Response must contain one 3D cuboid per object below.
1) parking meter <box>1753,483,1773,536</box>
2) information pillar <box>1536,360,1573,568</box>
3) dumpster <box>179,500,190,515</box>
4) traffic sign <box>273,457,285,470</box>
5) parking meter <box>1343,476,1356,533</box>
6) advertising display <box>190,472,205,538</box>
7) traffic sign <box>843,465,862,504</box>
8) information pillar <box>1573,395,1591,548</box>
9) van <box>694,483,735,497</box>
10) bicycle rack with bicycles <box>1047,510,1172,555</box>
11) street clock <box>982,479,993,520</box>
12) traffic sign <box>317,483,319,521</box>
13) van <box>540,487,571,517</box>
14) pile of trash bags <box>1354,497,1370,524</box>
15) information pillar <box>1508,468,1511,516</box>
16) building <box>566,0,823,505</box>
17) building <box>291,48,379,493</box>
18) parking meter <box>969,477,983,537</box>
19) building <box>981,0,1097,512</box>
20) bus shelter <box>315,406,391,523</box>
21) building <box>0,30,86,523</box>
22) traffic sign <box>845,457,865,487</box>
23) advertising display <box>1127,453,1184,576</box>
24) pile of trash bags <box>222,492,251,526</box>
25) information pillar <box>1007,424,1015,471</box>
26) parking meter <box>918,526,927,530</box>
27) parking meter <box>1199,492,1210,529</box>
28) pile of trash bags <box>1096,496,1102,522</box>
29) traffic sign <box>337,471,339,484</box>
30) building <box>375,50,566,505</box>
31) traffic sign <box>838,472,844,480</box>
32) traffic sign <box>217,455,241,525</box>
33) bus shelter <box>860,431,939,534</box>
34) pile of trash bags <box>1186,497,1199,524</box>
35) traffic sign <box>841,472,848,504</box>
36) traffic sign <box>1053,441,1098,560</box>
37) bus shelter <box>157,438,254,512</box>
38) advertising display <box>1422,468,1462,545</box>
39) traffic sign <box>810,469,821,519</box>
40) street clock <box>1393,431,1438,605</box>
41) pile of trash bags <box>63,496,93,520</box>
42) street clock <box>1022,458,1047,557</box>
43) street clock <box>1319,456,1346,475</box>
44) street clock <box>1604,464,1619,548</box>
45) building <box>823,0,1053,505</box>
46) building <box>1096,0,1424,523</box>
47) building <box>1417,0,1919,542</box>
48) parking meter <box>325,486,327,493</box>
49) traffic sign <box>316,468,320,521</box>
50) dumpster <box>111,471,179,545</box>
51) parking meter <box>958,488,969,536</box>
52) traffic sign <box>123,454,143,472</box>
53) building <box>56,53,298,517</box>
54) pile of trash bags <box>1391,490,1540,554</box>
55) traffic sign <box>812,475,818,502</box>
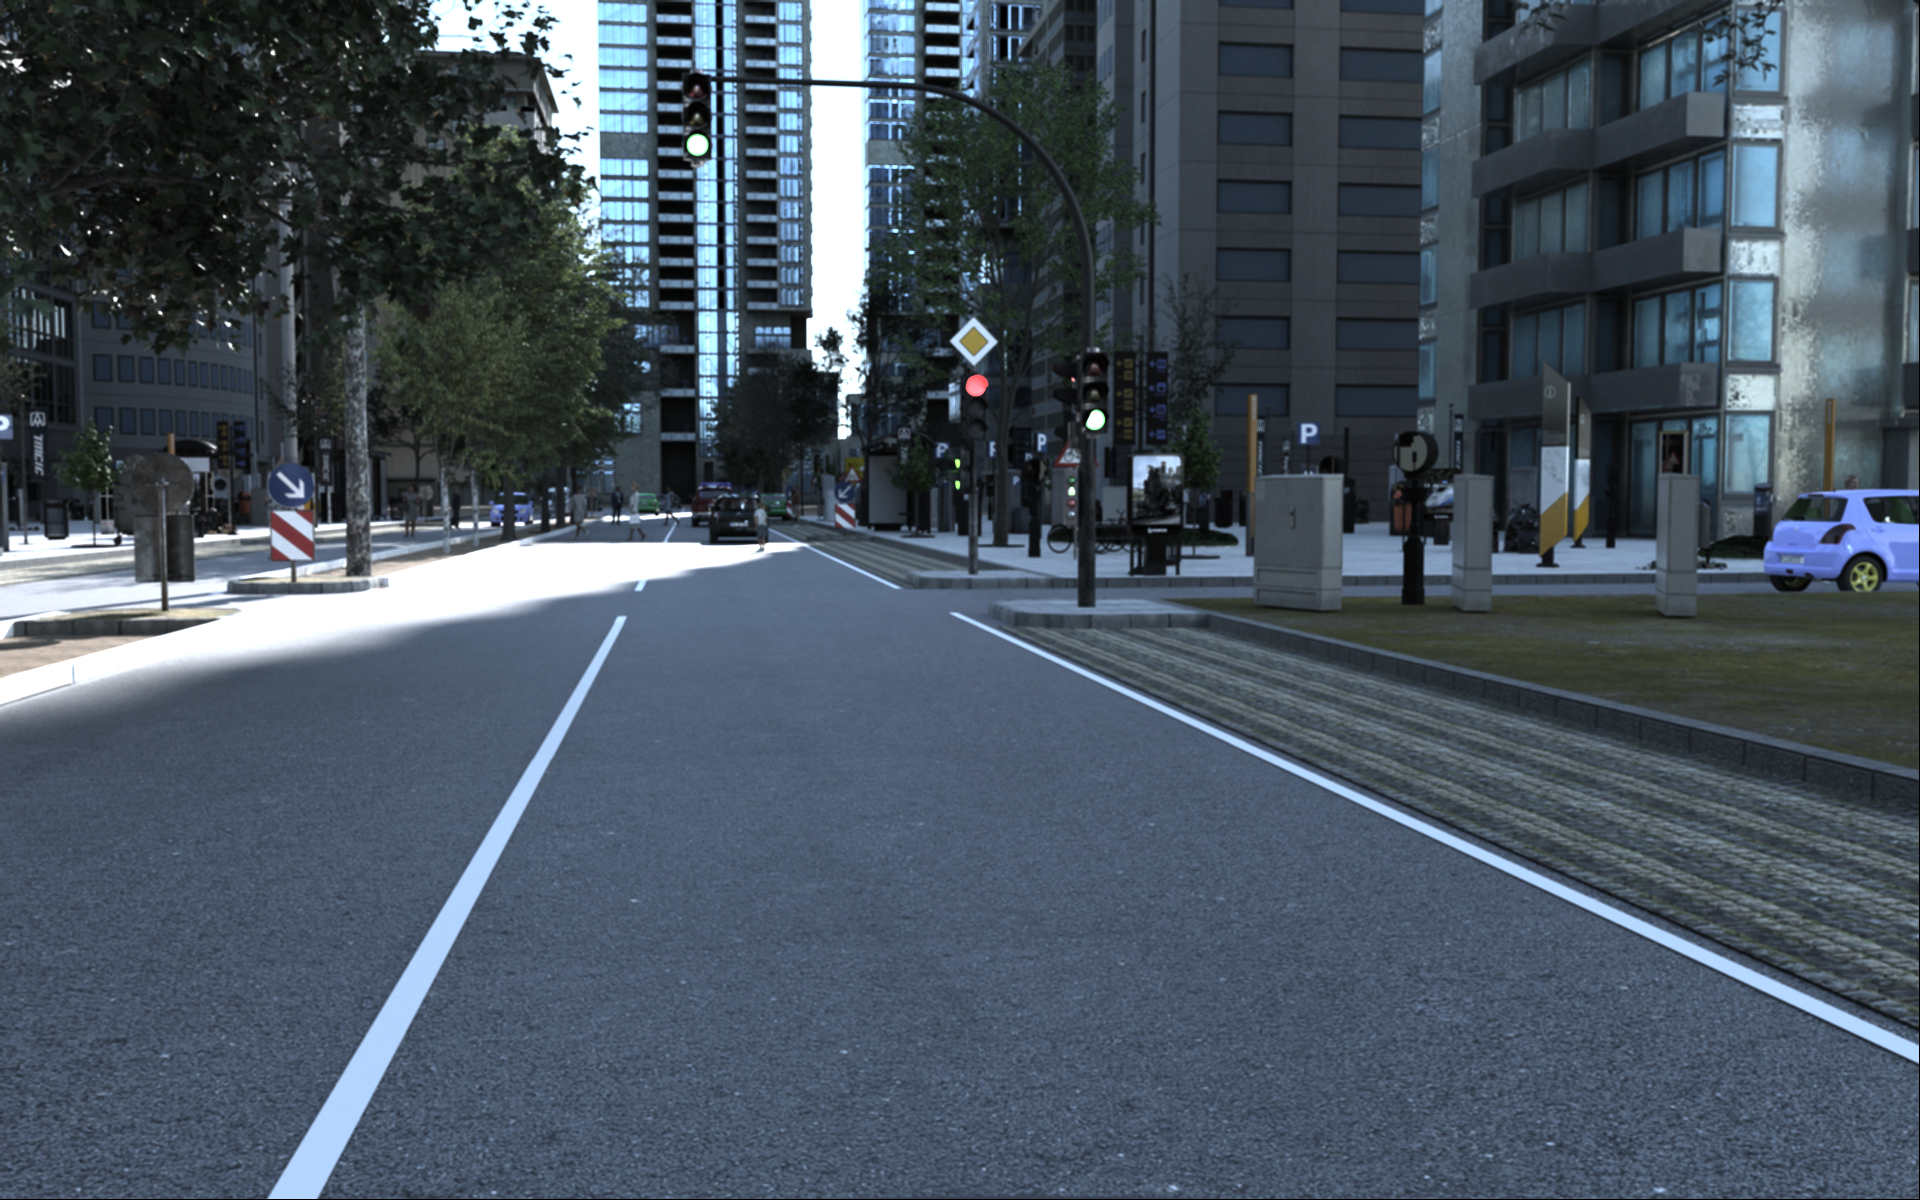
[{"bbox_3d":[18.232,-1.891,39.332,0.372,1.533,0.369,0,3,0],"label":"parking meter"},{"bbox_3d":[10.378,-2.379,30.251,0.183,3.616,0.504,-3,5,-43],"label":"information pillar"},{"bbox_3d":[-24.056,-3.055,52.441,1.502,2.255,1.985,-1,4,-9],"label":"dumpster"},{"bbox_3d":[-23.762,-3.710,60.666,0.884,2.594,0.081,0,4,-8],"label":"traffic sign"},{"bbox_3d":[12.739,-3.123,56.770,0.399,1.863,0.255,2,4,35],"label":"parking meter"},{"bbox_3d":[-22.354,-2.786,50.760,0.123,1.923,0.974,-3,5,-41],"label":"advertising display"},{"bbox_3d":[-4.758,-4.675,76.442,0.884,2.594,0.081,0,4,-8],"label":"traffic sign"},{"bbox_3d":[14.803,-3.050,41.228,0.504,3.616,0.183,-2,4,-35],"label":"information pillar"},{"bbox_3d":[-13.328,-5.502,94.340,2.240,2.365,5.245,-1,4,-9],"label":"van"},{"bbox_3d":[3.344,-1.479,37.559,2.925,0.926,2.852,0,4,-6],"label":"bicycle rack with bicycles"},{"bbox_3d":[1.468,-4.891,84.531,0.471,2.002,0.358,1,4,12],"label":"street clock"},{"bbox_3d":[-31.067,-5.117,83.770,0.768,2.556,0.104,0,4,-2],"label":"traffic sign"},{"bbox_3d":[-24.715,-6.079,106.410,2.013,2.044,4.112,0,4,-8],"label":"van"},{"bbox_3d":[16.728,-3.981,74.840,1.912,1.369,3.447,1,4,13],"label":"pile of trash bags"},{"bbox_3d":[15.549,-2.696,48.568,0.304,2.012,0.304,1,4,10],"label":"information pillar"},{"bbox_3d":[-30.878,-54.680,206.684,31.000,86.520,22.319,-1,4,-9],"label":"building"},{"bbox_3d":[-62.124,-31.927,145.705,21.600,48.544,21.300,-1,4,-9],"label":"building"},{"bbox_3d":[0.486,-2.853,52.363,0.399,1.863,0.255,0,4,4],"label":"parking meter"},{"bbox_3d":[18.375,-26.511,125.328,32.217,40.220,23.993,-1,4,-9],"label":"building"},{"bbox_3d":[-28.775,-6.382,81.973,2.179,5.291,8.768,-1,4,-9],"label":"bus shelter"},{"bbox_3d":[-46.424,-16.840,68.841,14.314,27.812,24.014,-1,4,-9],"label":"building"},{"bbox_3d":[-5.119,-6.134,94.157,2.265,3.308,0.079,0,4,-6],"label":"traffic sign"},{"bbox_3d":[3.067,-1.346,27.221,0.974,1.923,0.123,-2,4,-26],"label":"advertising display"},{"bbox_3d":[-29.866,-3.733,70.783,3.447,1.369,1.912,3,5,42],"label":"pile of trash bags"},{"bbox_3d":[1.676,-4.094,58.283,0.183,3.616,0.504,-3,5,-42],"label":"information pillar"},{"bbox_3d":[-1.341,-3.389,61.116,0.255,1.863,0.399,-2,4,-33],"label":"parking meter"},{"bbox_3d":[8.699,-3.259,61.701,0.372,1.533,0.369,0,3,0],"label":"parking meter"},{"bbox_3d":[6.851,-4.287,79.849,1.912,1.369,3.447,2,4,28],"label":"pile of trash bags"},{"bbox_3d":[-33.226,-5.689,93.115,0.768,2.556,0.104,0,3,0],"label":"traffic sign"},{"bbox_3d":[-60.274,-37.750,206.444,27.495,52.752,28.713,-1,4,-9],"label":"building"},{"bbox_3d":[-6.712,-6.165,100.903,0.768,2.556,0.104,0,4,-7],"label":"traffic sign"},{"bbox_3d":[-24.004,-3.472,56.872,0.768,2.556,0.104,0,4,-6],"label":"traffic sign"},{"bbox_3d":[-2.079,-3.913,57.896,2.014,3.302,5.546,-1,4,-9],"label":"bus shelter"},{"bbox_3d":[9.195,-3.884,73.262,1.912,1.369,3.447,2,4,25],"label":"pile of trash bags"},{"bbox_3d":[-6.232,-5.882,96.270,0.768,2.556,0.104,0,4,-2],"label":"traffic sign"},{"bbox_3d":[2.249,-2.062,33.724,0.884,2.594,0.081,0,4,-4],"label":"traffic sign"},{"bbox_3d":[-28.473,-4.386,65.627,2.014,3.302,5.546,-1,4,-9],"label":"bus shelter"},{"bbox_3d":[12.116,-2.344,43.544,0.974,1.923,0.123,3,4,36],"label":"advertising display"},{"bbox_3d":[-7.294,-5.478,89.561,0.884,2.594,0.081,0,4,-8],"label":"traffic sign"},{"bbox_3d":[5.274,-0.950,20.101,0.358,2.002,0.471,-3,5,-43],"label":"street clock"},{"bbox_3d":[-43.512,-4.586,84.728,3.447,1.369,1.912,-1,4,-21],"label":"pile of trash bags"},{"bbox_3d":[1.516,-1.873,35.198,0.471,2.002,0.358,-2,4,-23],"label":"street clock"},{"bbox_3d":[7.118,-1.747,33.132,0.358,2.002,0.471,-3,5,-40],"label":"street clock"},{"bbox_3d":[15.512,-2.243,41.239,0.358,2.002,0.471,1,4,15],"label":"street clock"},{"bbox_3d":[-0.169,-54.940,210.942,31.000,86.520,22.319,-1,4,-9],"label":"building"},{"bbox_3d":[17.907,-33.584,91.091,21.231,58.520,28.212,-1,4,-9],"label":"building"},{"bbox_3d":[31.113,-26.653,55.381,30.456,49.044,23.786,-1,4,-9],"label":"building"},{"bbox_3d":[-32.264,-5.067,88.558,0.399,1.863,0.255,-1,4,-21],"label":"parking meter"},{"bbox_3d":[-30.545,-5.022,82.208,0.768,2.556,0.104,0,4,-1],"label":"traffic sign"},{"bbox_3d":[-20.906,-2.368,44.479,1.264,1.857,1.865,-1,4,-9],"label":"dumpster"},{"bbox_3d":[0.118,-2.764,53.605,0.372,1.533,0.369,0,3,0],"label":"parking meter"},{"bbox_3d":[-26.369,-3.380,55.366,0.768,2.556,0.104,0,4,-2],"label":"traffic sign"},{"bbox_3d":[-56.088,-34.629,108.191,21.231,58.520,28.212,-1,4,-9],"label":"building"},{"bbox_3d":[11.280,-1.745,38.282,3.447,1.369,1.912,1,4,20],"label":"pile of trash bags"},{"bbox_3d":[-8.397,-6.264,102.524,0.768,2.556,0.104,0,4,-5],"label":"traffic sign"}]
